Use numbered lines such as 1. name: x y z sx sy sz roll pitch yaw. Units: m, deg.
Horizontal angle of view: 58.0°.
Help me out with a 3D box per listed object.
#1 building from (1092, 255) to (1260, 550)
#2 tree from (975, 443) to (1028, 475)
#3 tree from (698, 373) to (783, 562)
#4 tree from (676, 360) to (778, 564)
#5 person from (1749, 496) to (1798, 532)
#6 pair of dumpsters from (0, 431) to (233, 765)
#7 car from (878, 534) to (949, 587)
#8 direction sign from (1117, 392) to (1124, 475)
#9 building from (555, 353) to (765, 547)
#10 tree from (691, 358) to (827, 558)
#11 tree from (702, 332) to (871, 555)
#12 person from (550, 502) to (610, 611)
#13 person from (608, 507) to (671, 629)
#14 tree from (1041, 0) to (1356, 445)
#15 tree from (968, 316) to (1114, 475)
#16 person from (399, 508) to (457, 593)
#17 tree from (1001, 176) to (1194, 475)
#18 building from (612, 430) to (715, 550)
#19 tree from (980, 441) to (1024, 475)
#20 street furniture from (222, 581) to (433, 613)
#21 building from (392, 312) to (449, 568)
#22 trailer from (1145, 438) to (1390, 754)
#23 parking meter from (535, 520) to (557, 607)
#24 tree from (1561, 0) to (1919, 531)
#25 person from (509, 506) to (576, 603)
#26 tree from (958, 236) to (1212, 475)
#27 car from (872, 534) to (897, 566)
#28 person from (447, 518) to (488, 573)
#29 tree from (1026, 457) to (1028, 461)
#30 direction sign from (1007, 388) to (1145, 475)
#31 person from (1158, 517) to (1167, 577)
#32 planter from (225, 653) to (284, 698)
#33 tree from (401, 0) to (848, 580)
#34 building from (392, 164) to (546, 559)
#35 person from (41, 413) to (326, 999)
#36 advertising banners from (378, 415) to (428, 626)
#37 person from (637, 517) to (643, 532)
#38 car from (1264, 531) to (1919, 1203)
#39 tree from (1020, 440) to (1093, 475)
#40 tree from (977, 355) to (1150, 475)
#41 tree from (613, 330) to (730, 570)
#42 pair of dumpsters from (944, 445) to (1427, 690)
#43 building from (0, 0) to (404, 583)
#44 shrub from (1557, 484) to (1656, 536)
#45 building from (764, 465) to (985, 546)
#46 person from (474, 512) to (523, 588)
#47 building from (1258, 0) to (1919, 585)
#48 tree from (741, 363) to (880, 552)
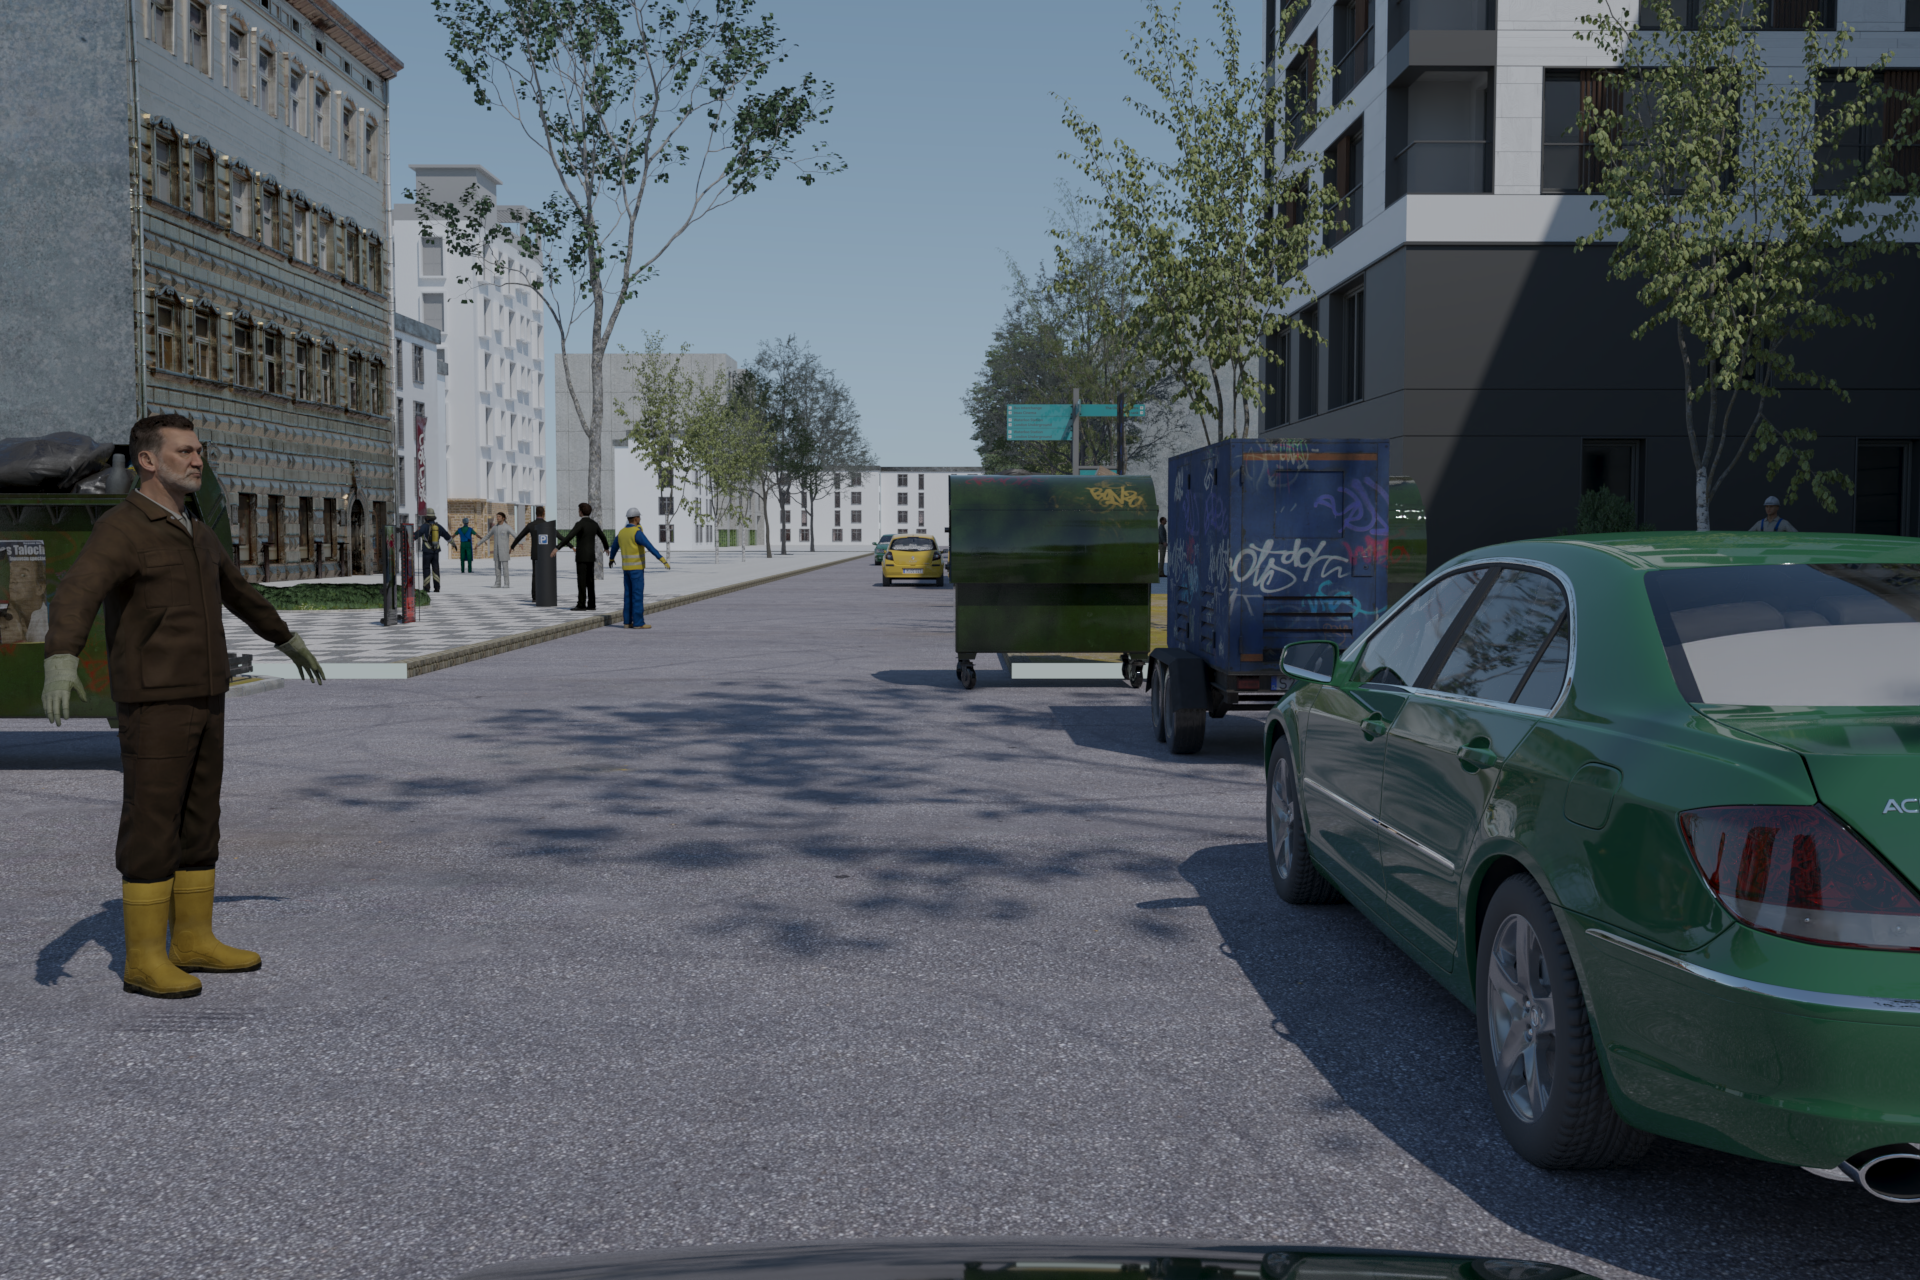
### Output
1. building: 20.246 -19.218 145.147 19.493 23.208 18.063 0 4 -1
2. tree: 5.079 -10.643 108.424 8.767 10.594 7.601 0 4 3
3. tree: -9.914 -7.886 79.292 4.360 8.622 3.978 0 3 0
4. tree: -10.191 -7.534 73.540 4.737 8.622 4.395 0 3 0
5. person: 12.179 -1.235 26.044 0.705 1.847 1.347 -3 5 -42
6. pair of dumpsters: -6.995 -0.354 10.735 4.436 2.255 1.574 0 4 -1
7. car: -1.302 -2.344 48.549 2.015 1.641 3.980 0 4 -1
8. direction sign: 2.600 -2.212 28.160 0.379 3.537 0.876 0 4 0
9. building: -31.176 -19.510 185.453 16.747 18.905 31.486 0 4 0
10. tree: -10.534 -9.667 92.460 7.601 10.594 8.767 1 4 9
11. tree: -10.802 -11.945 105.668 12.009 13.543 11.850 0 3 0
12. person: -6.283 -1.391 28.936 0.705 1.806 1.347 2 4 31
13. person: -4.921 -1.090 26.250 1.349 1.833 0.705 3 4 39
14. tree: 3.357 -4.438 22.921 4.737 8.622 4.395 0 3 0
15. tree: 4.891 -11.811 99.764 9.857 13.997 8.962 0 3 0
16. person: -11.604 -1.966 37.927 1.354 1.856 0.705 -3 5 -43
17. tree: 3.352 -5.179 35.040 4.360 8.622 3.978 0 3 0
18. building: -26.213 -12.936 153.651 9.099 9.664 28.070 0 4 -1
19. tree: 4.534 -11.549 123.243 7.601 10.594 8.767 0 4 6
20. street furniture: -14.377 -0.941 31.015 10.072 0.657 5.734 3 5 40
21. building: -25.863 -7.899 71.293 9.099 9.664 28.070 0 4 0
22. trailer: 2.050 -0.322 12.309 1.471 1.999 3.904 0 4 -1
23. parking meter: -7.324 -1.359 30.636 0.372 1.533 0.369 0 3 0
24. tree: 8.719 -4.246 19.785 4.737 8.622 4.395 0 3 0
25. person: -7.823 -1.599 32.372 1.346 1.802 0.704 1 4 9
26. tree: 5.010 -9.788 70.400 12.009 13.543 11.850 0 3 0
27. car: -2.984 -4.187 80.249 2.131 1.459 4.920 0 4 0
28. person: -16.139 -3.090 56.648 1.347 1.817 0.704 0 4 4
29. tree: 5.104 -10.161 116.495 4.360 8.622 3.978 0 3 0
30. direction sign: 2.119 -2.600 31.280 2.525 3.948 1.411 0 4 1
31. person: 6.047 -2.764 51.460 0.705 1.796 1.348 0 4 7
32. planter: -7.308 0.333 15.699 1.991 0.319 1.994 0 4 0
33. tree: -9.563 -11.828 49.285 12.611 20.169 13.585 0 3 0
34. building: -29.519 -14.289 90.045 16.016 20.090 11.380 0 4 -1
35. person: -2.479 0.189 5.504 0.704 1.812 1.346 1 4 11
36. advertising banners: -7.963 -1.756 24.899 0.090 3.025 2.074 0 4 1
37. person: -9.382 -2.706 50.217 0.705 1.833 1.349 -1 4 -10
38. car: 2.166 0.395 5.344 2.131 1.459 4.920 0 4 -1
39. tree: 4.922 -8.591 90.822 4.737 8.622 4.395 0 3 0
40. tree: 5.046 -9.169 84.323 8.767 10.594 7.601 0 4 1
41. tree: -10.433 -6.827 61.979 4.737 8.622 4.395 0 3 0
42. pair of dumpsters: 2.070 -0.705 16.475 4.436 2.255 1.574 0 4 -1
43. building: -27.500 -13.203 46.804 19.493 23.208 18.063 0 4 -1
44. shrub: 10.016 -1.406 27.033 1.661 2.075 1.752 0 3 0
45. building: -9.684 -16.374 212.311 28.070 9.664 9.099 0 4 1
46. person: -10.909 -2.137 41.127 1.347 1.806 0.705 1 4 20
47. building: 21.547 -12.387 46.507 27.936 21.610 32.646 0 4 -1
48. tree: -10.684 -13.031 123.427 12.009 13.543 11.850 0 3 0
